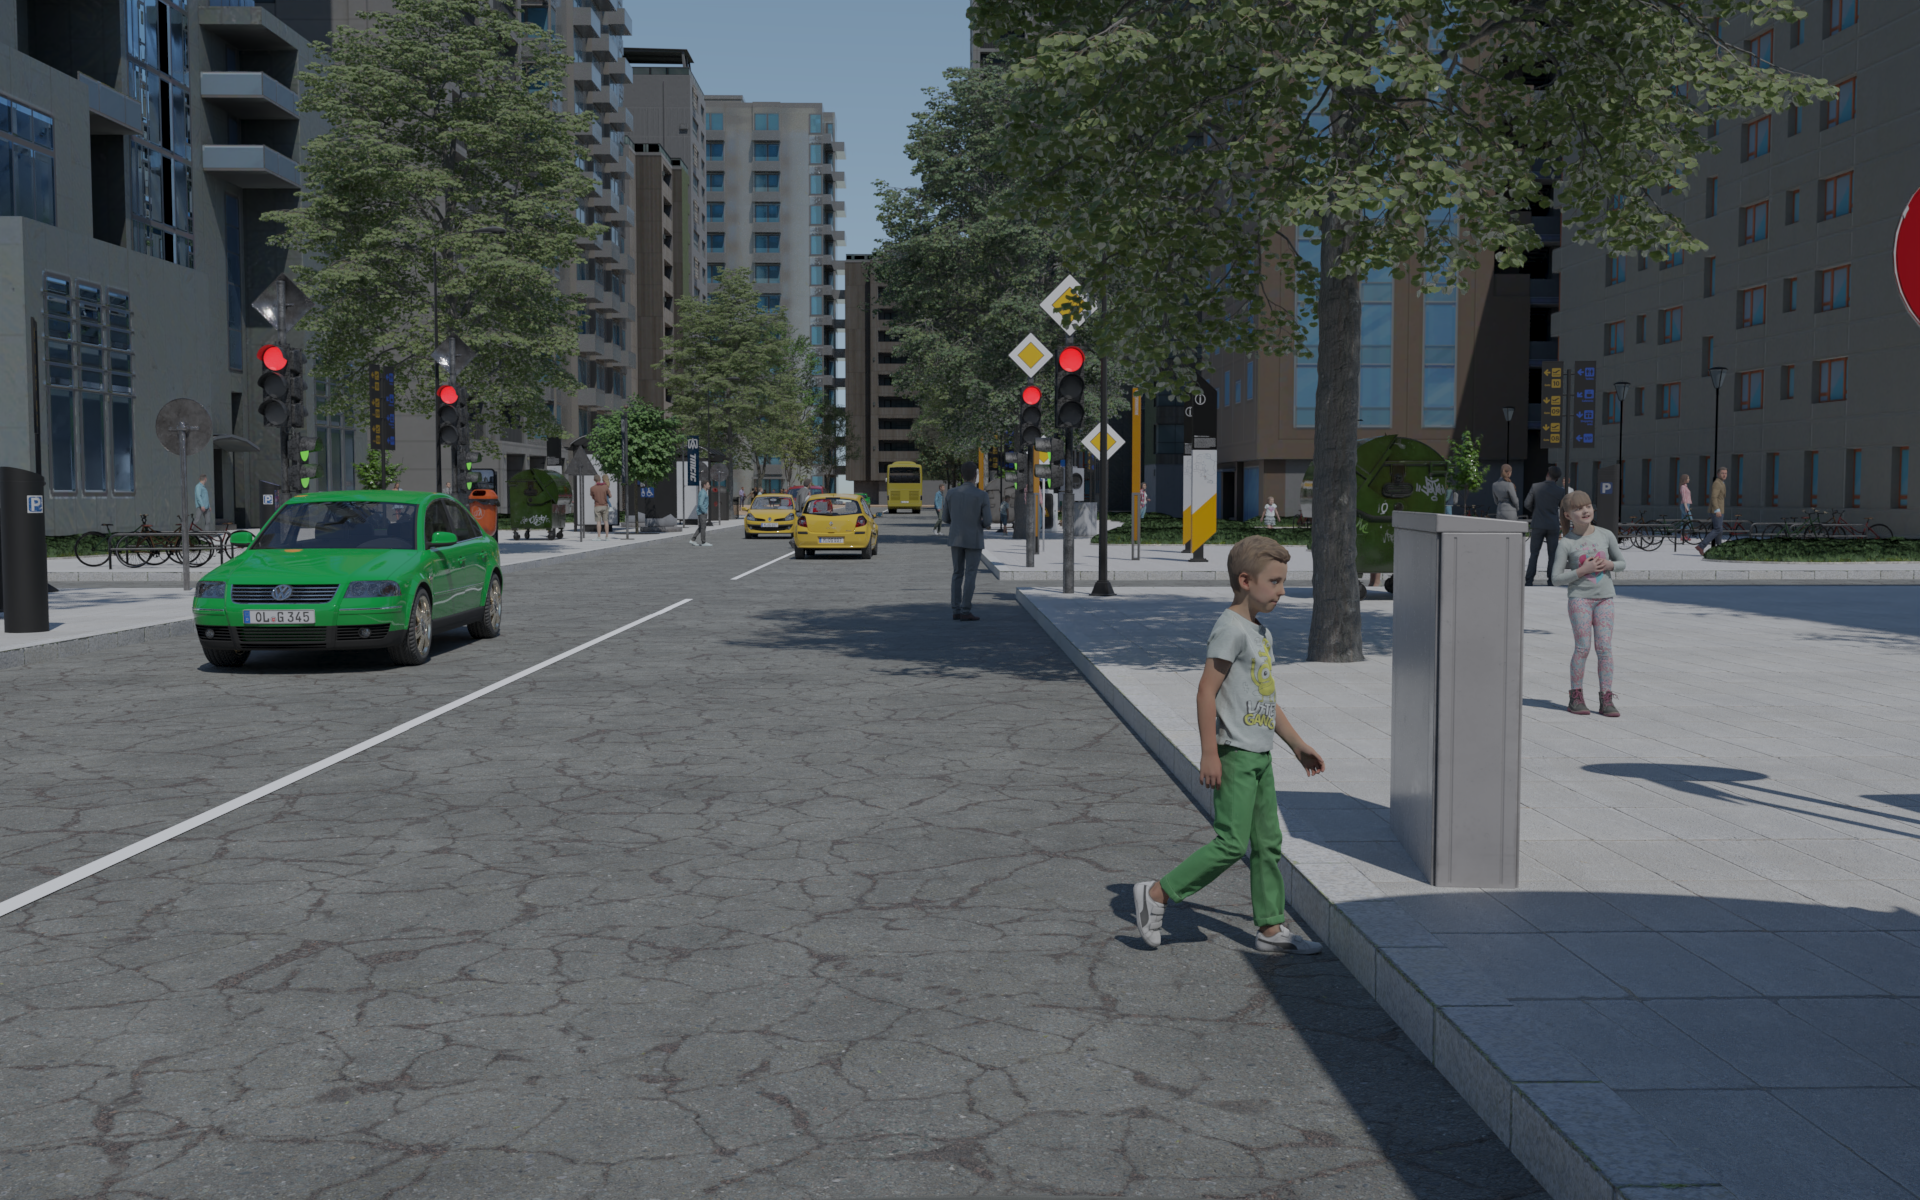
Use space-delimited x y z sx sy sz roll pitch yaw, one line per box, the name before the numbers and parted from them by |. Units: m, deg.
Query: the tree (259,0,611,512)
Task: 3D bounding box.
tree | -10.809 -7.226 36.279 7.486 12.596 7.792 0 3 0

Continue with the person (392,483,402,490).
person | -25.146 -4.352 77.296 0.616 1.811 0.778 -2 4 -25

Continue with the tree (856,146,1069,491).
tree | 0.445 -14.584 94.335 12.611 20.169 13.585 0 3 0

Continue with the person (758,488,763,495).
person | -9.959 -4.806 86.431 0.330 1.601 0.589 0 4 7

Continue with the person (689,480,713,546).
person | -7.169 -2.406 47.863 0.620 1.820 0.660 -1 4 -16

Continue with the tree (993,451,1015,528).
tree | 2.214 -4.312 65.107 1.663 3.219 1.824 0 3 0

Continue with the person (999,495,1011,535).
person | 1.399 -2.641 53.907 0.352 1.250 0.332 0 4 -6

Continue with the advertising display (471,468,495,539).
advertising display | -12.134 -2.334 43.372 0.974 1.923 0.123 -1 4 -13

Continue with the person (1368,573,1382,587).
person | 6.001 -1.003 25.476 0.524 1.755 0.480 0 4 -8

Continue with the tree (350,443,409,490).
tree | -19.049 -3.773 56.290 1.663 3.219 1.824 0 3 0

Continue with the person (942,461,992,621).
person | 0.115 -0.672 19.694 0.606 1.804 0.583 1 4 17

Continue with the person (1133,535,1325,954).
person | 0.842 0.449 5.407 0.590 1.304 0.306 1 4 10

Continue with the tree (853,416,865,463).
tree | -12.917 -14.220 166.904 8.767 10.594 7.601 1 4 19

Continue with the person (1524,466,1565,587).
person | 8.725 -1.078 25.928 0.655 1.846 0.447 1 4 13

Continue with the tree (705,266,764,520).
tree | -11.435 -10.274 86.102 7.486 12.596 7.792 0 3 0

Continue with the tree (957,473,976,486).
tree | 0.264 -8.582 134.916 1.663 3.219 1.824 0 3 0

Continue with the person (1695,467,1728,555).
person | 15.541 -1.813 35.598 0.836 1.842 0.656 0 4 -8

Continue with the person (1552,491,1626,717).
person | 3.681 0.015 10.073 0.425 1.301 0.394 -1 4 -15

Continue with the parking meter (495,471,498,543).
parking meter | -11.879 -2.342 43.998 0.255 1.863 0.399 -1 4 -13

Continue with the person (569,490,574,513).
person | -23.119 -5.876 102.213 0.694 1.812 0.767 0 4 -2

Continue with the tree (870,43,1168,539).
tree | 1.856 -8.713 49.107 9.857 13.997 8.962 0 3 0

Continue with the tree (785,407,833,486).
tree | -12.497 -11.519 138.692 4.360 8.622 3.978 0 3 0

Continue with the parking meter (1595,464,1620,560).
parking meter | 12.626 -1.718 33.802 0.399 1.863 0.255 2 4 35

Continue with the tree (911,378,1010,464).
tree | 0.552 -14.446 146.567 12.009 13.543 11.850 0 3 0

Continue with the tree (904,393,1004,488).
tree | -0.463 -15.021 162.602 9.611 12.733 9.660 0 3 0

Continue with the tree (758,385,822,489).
tree | -10.853 -9.769 110.083 4.737 8.622 4.395 0 3 0

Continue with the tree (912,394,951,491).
tree | -1.224 -15.257 175.212 9.928 11.665 9.643 0 3 0

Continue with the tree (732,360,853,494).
tree | -12.101 -11.413 121.020 8.767 10.594 7.601 0 4 -5

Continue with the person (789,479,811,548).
person | -4.055 -2.241 45.242 0.850 1.850 0.679 0 4 1

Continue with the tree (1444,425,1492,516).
tree | 14.022 -3.250 47.731 1.663 3.219 1.824 0 3 0

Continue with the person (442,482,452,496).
person | -22.349 -4.250 75.624 0.694 1.812 0.767 -3 5 -44

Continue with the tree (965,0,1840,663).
tree | 3.107 -5.779 12.616 7.486 12.596 7.792 0 3 0

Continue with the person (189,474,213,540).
person | -21.070 -2.578 48.051 0.748 1.841 0.638 0 4 6

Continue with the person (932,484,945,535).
person | -0.731 -3.135 60.094 0.444 1.785 0.601 2 4 31

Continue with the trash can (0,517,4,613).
trash can | -10.185 -0.376 17.807 0.748 1.137 0.748 0 3 0

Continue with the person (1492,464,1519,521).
person | 9.421 -1.433 29.743 0.573 1.790 0.520 -3 5 -41

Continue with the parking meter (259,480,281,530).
parking meter | -12.006 -1.332 30.183 0.372 1.533 0.369 0 3 0

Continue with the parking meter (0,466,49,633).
parking meter | -8.696 -0.470 16.097 0.372 1.533 0.369 0 3 0

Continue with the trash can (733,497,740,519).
trash can | -11.616 -4.707 88.615 0.748 1.137 0.748 0 3 0

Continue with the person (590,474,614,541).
person | -9.780 -2.531 47.403 0.573 1.828 0.580 2 4 26

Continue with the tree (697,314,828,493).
tree | -11.285 -10.552 98.288 9.928 11.665 9.643 0 3 0

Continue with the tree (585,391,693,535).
tree | -10.271 -4.384 55.387 4.285 4.588 4.351 0 3 0
